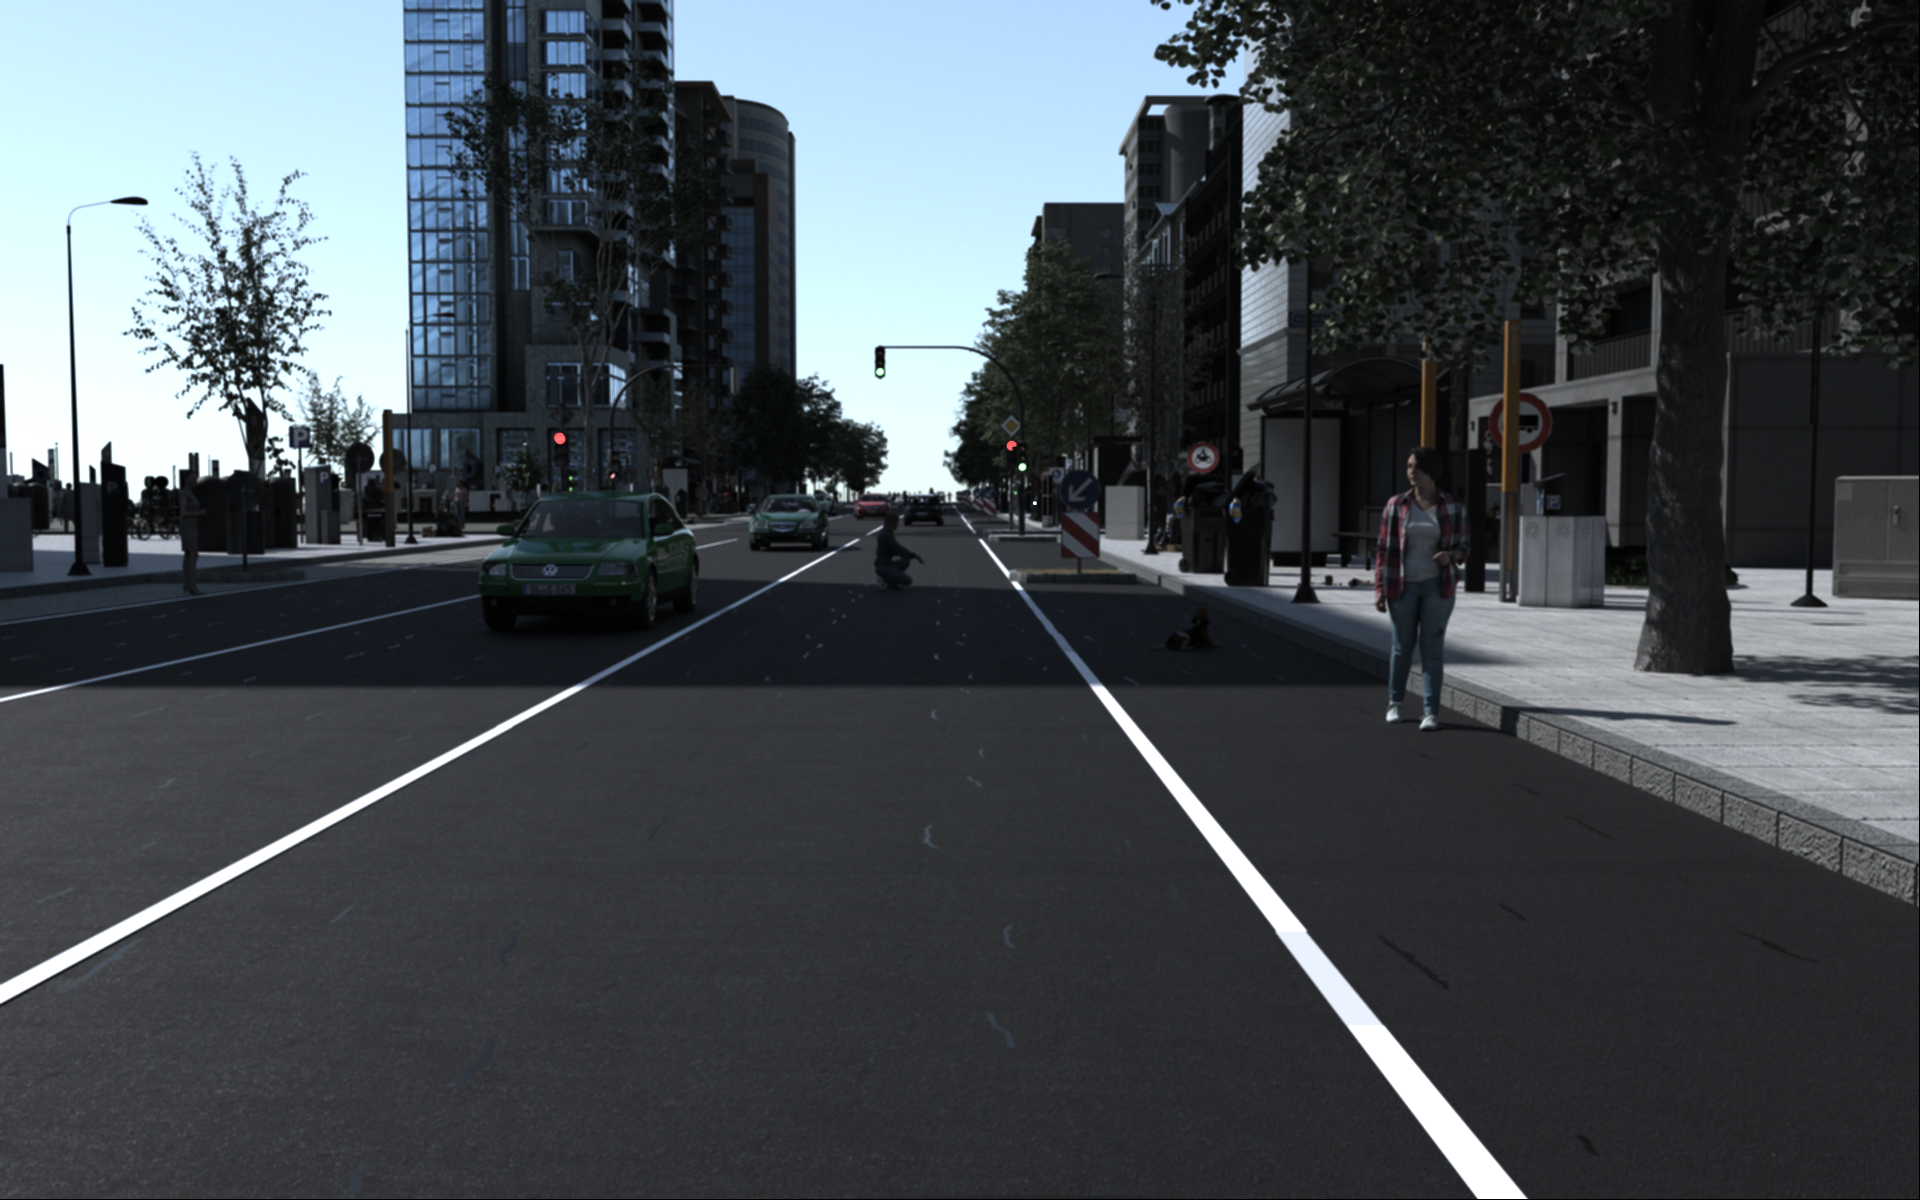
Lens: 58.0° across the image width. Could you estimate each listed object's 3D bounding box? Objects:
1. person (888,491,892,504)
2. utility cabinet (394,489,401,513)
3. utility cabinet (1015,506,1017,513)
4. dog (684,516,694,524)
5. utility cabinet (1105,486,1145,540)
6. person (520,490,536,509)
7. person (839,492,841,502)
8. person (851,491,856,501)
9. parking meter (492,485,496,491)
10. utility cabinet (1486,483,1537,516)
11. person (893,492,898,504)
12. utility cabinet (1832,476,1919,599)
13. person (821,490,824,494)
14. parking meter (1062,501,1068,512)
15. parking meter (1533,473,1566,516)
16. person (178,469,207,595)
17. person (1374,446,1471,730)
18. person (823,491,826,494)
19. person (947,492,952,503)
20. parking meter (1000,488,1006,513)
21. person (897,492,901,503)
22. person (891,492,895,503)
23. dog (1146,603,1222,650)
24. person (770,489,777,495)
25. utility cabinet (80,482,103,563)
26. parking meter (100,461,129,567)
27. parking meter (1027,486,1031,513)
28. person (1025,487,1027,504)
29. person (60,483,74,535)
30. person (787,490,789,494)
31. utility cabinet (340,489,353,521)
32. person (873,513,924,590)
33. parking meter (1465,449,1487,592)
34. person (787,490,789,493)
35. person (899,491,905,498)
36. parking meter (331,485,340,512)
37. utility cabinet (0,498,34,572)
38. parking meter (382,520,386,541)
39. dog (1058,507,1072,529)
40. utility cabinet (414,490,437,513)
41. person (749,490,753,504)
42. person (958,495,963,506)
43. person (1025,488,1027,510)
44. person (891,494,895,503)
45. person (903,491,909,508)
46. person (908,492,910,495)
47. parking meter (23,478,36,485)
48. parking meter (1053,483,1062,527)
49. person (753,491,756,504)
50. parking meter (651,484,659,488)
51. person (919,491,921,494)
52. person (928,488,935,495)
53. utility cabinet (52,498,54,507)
[{"bbox_3d":[-10.082,-14.605,247.293,0.705,1.824,1.348,3,5,40],"label":"person"},{"bbox_3d":[-26.040,-4.292,78.849,0.318,1.500,1.173,3,5,39],"label":"utility cabinet"},{"bbox_3d":[4.002,-6.546,115.709,0.318,1.500,1.173,1,4,22],"label":"utility cabinet"},{"bbox_3d":[-12.726,-3.733,81.226,0.748,0.427,0.550,1,4,16],"label":"dog"},{"bbox_3d":[4.601,-2.422,48.277,0.318,1.500,1.173,-3,5,-45],"label":"utility cabinet"},{"bbox_3d":[-17.870,-4.015,71.700,0.660,1.820,0.620,0,4,-3],"label":"person"},{"bbox_3d":[-20.336,-17.579,294.373,0.530,1.710,0.541,2,4,27],"label":"person"},{"bbox_3d":[-16.915,-16.541,276.622,1.348,1.807,0.705,3,5,42],"label":"person"},{"bbox_3d":[-31.394,-6.812,117.093,0.399,1.863,0.255,0,4,2],"label":"parking meter"},{"bbox_3d":[11.819,-1.759,37.432,1.173,1.500,0.318,0,4,-6],"label":"utility cabinet"},{"bbox_3d":[-9.497,-14.918,252.956,0.990,1.755,0.434,0,4,1],"label":"person"},{"bbox_3d":[11.350,-0.763,21.160,1.173,1.500,0.318,3,4,39],"label":"utility cabinet"},{"bbox_3d":[-15.349,-11.279,190.991,0.617,1.759,0.750,3,4,37],"label":"person"},{"bbox_3d":[4.327,-4.037,71.721,0.255,1.863,0.399,2,4,28],"label":"parking meter"},{"bbox_3d":[7.077,-0.759,20.819,0.372,1.533,0.369,0,3,0],"label":"parking meter"},{"bbox_3d":[-10.950,-0.971,24.720,0.374,1.781,0.599,-1,4,-17],"label":"person"},{"bbox_3d":[2.843,-0.080,10.651,0.563,1.720,0.643,1,4,20],"label":"person"},{"bbox_3d":[-20.535,-15.700,263.188,0.683,1.767,0.568,-1,4,-17],"label":"person"},{"bbox_3d":[-1.671,-16.236,273.901,1.348,1.831,0.705,-1,4,-19],"label":"person"},{"bbox_3d":[2.947,-6.840,117.551,0.255,1.863,0.399,-3,4,-36],"label":"parking meter"},{"bbox_3d":[-10.312,-17.289,291.163,1.348,1.826,0.705,0,4,3],"label":"person"},{"bbox_3d":[-10.812,-16.549,279.875,0.445,1.727,0.742,3,5,43],"label":"person"},{"bbox_3d":[2.079,0.250,16.098,0.748,0.427,0.550,0,4,2],"label":"dog"},{"bbox_3d":[-18.182,-9.956,169.339,1.217,1.766,0.721,-1,4,-20],"label":"person"},{"bbox_3d":[-16.160,-1.443,32.264,0.318,1.500,1.173,-1,4,-23],"label":"utility cabinet"},{"bbox_3d":[-14.918,-1.522,30.594,0.399,1.863,0.255,-1,4,-12],"label":"parking meter"},{"bbox_3d":[4.757,-6.897,118.478,0.399,1.863,0.255,0,4,3],"label":"parking meter"},{"bbox_3d":[5.510,-8.485,144.718,0.705,1.831,1.348,0,4,1],"label":"person"},{"bbox_3d":[-29.657,-3.005,57.731,0.767,1.812,0.694,3,5,39],"label":"person"},{"bbox_3d":[-16.519,-9.696,166.037,0.415,1.643,0.593,-2,4,-35],"label":"person"},{"bbox_3d":[-28.646,-4.368,80.101,1.173,1.500,0.318,1,4,22],"label":"utility cabinet"},{"bbox_3d":[-0.950,-0.745,26.179,0.738,1.151,1.012,0,4,-6],"label":"person"},{"bbox_3d":[6.775,-1.042,22.747,0.255,1.863,0.399,1,4,17],"label":"parking meter"},{"bbox_3d":[-21.803,-13.116,221.204,0.721,1.743,1.217,-1,4,-17],"label":"person"},{"bbox_3d":[-8.088,-14.790,249.948,1.348,1.869,0.705,-1,4,-12],"label":"person"},{"bbox_3d":[-24.127,-3.732,66.732,0.255,1.863,0.399,3,4,38],"label":"parking meter"},{"bbox_3d":[-15.813,-1.055,28.408,1.020,1.237,0.306,-3,5,-42],"label":"utility cabinet"},{"bbox_3d":[-15.779,-2.383,47.371,0.372,1.533,0.369,0,3,0],"label":"parking meter"},{"bbox_3d":[3.827,-3.033,63.975,0.800,0.831,0.513,-1,4,-13],"label":"dog"},{"bbox_3d":[-28.867,-5.187,93.490,1.173,1.500,0.318,-1,4,-17],"label":"utility cabinet"},{"bbox_3d":[-27.159,-13.394,225.036,0.705,1.824,1.348,0,4,8],"label":"person"},{"bbox_3d":[0.109,-11.482,199.461,0.697,1.427,0.421,-3,5,-44],"label":"person"},{"bbox_3d":[5.541,-8.301,141.848,0.705,1.814,1.350,1,4,23],"label":"person"},{"bbox_3d":[-8.889,-13.413,230.986,0.799,1.438,0.628,2,4,26],"label":"person"},{"bbox_3d":[-4.731,-8.775,152.789,0.721,1.723,1.217,-2,4,-34],"label":"person"},{"bbox_3d":[-7.973,-16.167,273.551,1.217,1.735,0.721,0,4,-7],"label":"person"},{"bbox_3d":[-34.596,-3.590,64.409,0.399,1.863,0.255,1,4,13],"label":"parking meter"},{"bbox_3d":[3.714,-3.813,68.056,0.399,1.863,0.255,0,4,3],"label":"parking meter"},{"bbox_3d":[-27.199,-13.580,228.869,1.217,1.735,0.721,-2,4,-31],"label":"person"},{"bbox_3d":[-22.682,-7.494,128.229,0.399,1.863,0.255,1,4,23],"label":"parking meter"},{"bbox_3d":[-4.802,-12.184,207.791,0.705,1.814,1.350,-2,4,-24],"label":"person"},{"bbox_3d":[-1.771,-6.032,107.134,0.555,1.821,0.388,-1,4,-16],"label":"person"},{"bbox_3d":[-60.887,-6.366,115.241,0.306,1.237,1.020,3,5,41],"label":"utility cabinet"}]
